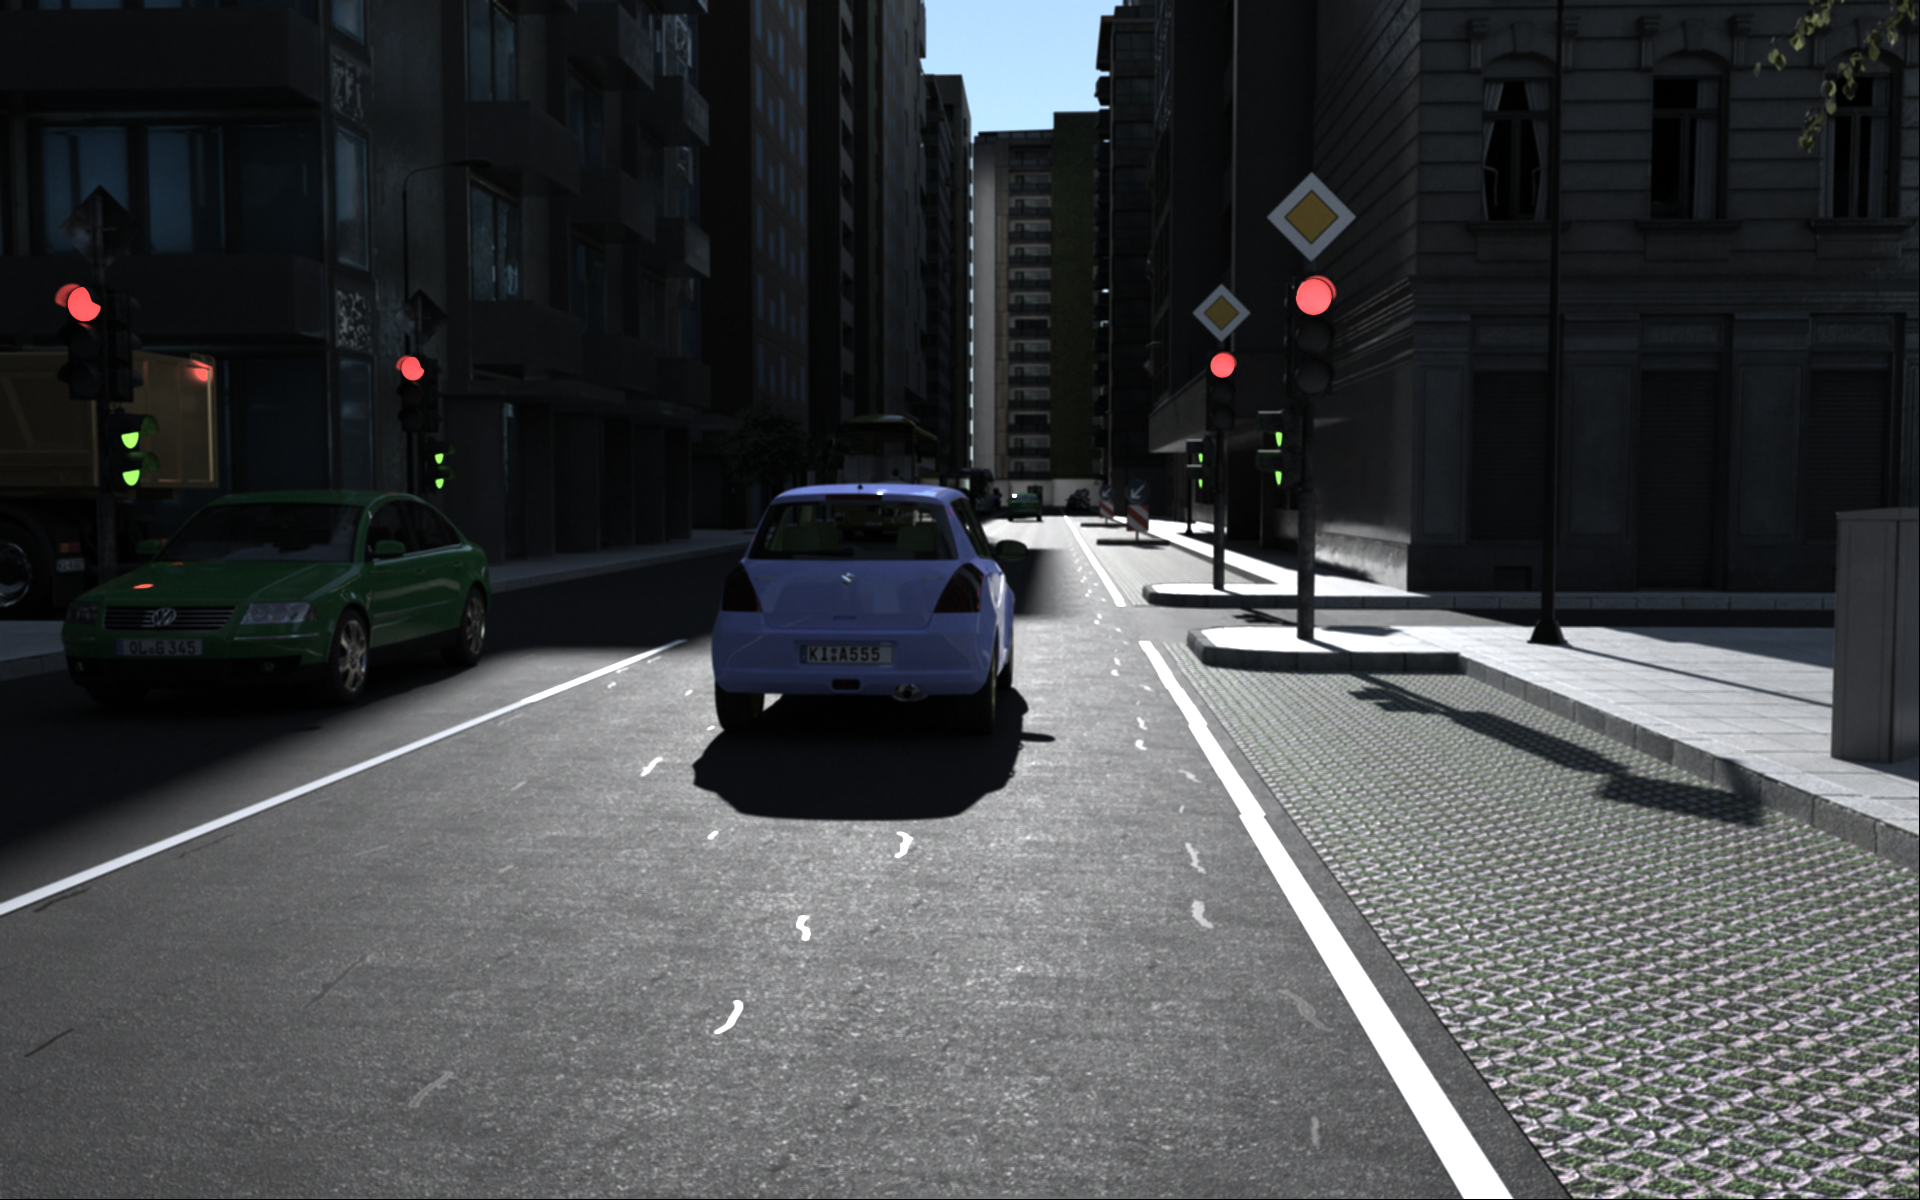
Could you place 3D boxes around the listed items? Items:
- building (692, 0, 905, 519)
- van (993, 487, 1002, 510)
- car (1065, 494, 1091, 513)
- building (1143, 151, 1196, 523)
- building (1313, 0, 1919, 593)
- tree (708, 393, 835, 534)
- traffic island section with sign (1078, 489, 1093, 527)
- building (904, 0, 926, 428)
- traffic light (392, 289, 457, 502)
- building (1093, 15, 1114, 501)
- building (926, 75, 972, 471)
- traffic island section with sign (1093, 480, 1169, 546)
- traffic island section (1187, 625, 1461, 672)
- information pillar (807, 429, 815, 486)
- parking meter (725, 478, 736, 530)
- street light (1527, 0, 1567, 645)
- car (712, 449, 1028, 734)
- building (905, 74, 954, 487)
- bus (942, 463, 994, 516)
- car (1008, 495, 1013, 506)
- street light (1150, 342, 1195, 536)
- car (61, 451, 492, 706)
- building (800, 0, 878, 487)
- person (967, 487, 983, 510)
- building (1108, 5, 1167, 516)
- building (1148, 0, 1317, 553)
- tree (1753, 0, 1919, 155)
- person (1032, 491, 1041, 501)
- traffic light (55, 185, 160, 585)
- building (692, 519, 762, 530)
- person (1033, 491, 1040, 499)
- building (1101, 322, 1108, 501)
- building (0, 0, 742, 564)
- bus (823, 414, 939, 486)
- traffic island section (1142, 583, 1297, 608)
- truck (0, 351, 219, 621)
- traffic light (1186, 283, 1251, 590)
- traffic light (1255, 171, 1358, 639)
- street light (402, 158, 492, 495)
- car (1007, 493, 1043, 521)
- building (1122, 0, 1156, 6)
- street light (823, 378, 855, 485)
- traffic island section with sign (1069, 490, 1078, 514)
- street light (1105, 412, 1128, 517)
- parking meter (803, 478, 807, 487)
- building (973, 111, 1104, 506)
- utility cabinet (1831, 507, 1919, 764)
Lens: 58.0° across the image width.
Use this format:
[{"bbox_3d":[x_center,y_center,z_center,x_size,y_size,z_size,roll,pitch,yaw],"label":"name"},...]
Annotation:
[{"bbox_3d":[-10.889,-27.869,105.764,14.600,45.320,14.200,0,4,3],"label":"building"},{"bbox_3d":[2.691,-9.285,156.191,2.240,2.365,5.245,0,4,2],"label":"van"},{"bbox_3d":[9.158,-7.616,134.311,2.009,1.686,4.222,0,4,2],"label":"car"},{"bbox_3d":[15.867,-15.963,80.087,14.460,24.649,34.723,0,4,3],"label":"building"},{"bbox_3d":[15.025,-10.836,26.322,18.267,20.994,9.793,0,4,3],"label":"building"},{"bbox_3d":[-6.460,-4.446,56.399,4.285,4.588,4.351,0,3,0],"label":"tree"},{"bbox_3d":[6.286,-4.109,75.804,1.989,1.847,2.006,0,4,3],"label":"traffic island section with sign"},{"bbox_3d":[-16.618,-32.871,126.675,28.713,52.752,27.495,0,4,3],"label":"building"},{"bbox_3d":[-7.381,-2.132,23.774,0.839,4.253,0.868,0,4,3],"label":"traffic light"},{"bbox_3d":[23.447,-30.817,158.481,22.147,44.769,28.867,0,4,3],"label":"building"},{"bbox_3d":[-9.739,-34.835,193.255,21.600,48.544,21.300,0,4,3],"label":"building"},{"bbox_3d":[4.860,-2.460,48.841,1.989,1.847,2.006,0,4,3],"label":"traffic island section with sign"},{"bbox_3d":[3.084,0.423,15.357,2.009,0.180,2.903,0,4,3],"label":"traffic island section"},{"bbox_3d":[-5.312,-4.319,61.974,0.183,3.616,0.504,1,4,23],"label":"information pillar"},{"bbox_3d":[-8.136,-3.408,61.427,0.255,1.863,0.399,2,4,27],"label":"parking meter"},{"bbox_3d":[4.527,-2.585,14.799,1.470,5.913,1.316,0,4,3],"label":"street light"},{"bbox_3d":[-0.523,-0.129,11.695,1.945,1.707,3.694,0,4,4],"label":"car"},{"bbox_3d":[-12.805,-28.586,159.262,23.993,40.220,32.217,0,4,3],"label":"building"},{"bbox_3d":[0.717,-7.567,118.581,2.948,3.499,13.247,0,4,4],"label":"bus"},{"bbox_3d":[4.633,-7.372,132.893,2.083,1.381,4.827,0,4,2],"label":"car"},{"bbox_3d":[6.508,-4.930,53.151,1.470,5.913,1.316,0,4,3],"label":"street light"},{"bbox_3d":[-4.955,-0.265,13.127,1.959,1.807,4.718,0,4,1],"label":"car"},{"bbox_3d":[-11.994,-19.504,90.592,14.160,30.474,14.107,0,4,3],"label":"building"},{"bbox_3d":[0.763,-5.698,101.299,1.348,1.869,0.705,-3,4,-36],"label":"person"},{"bbox_3d":[16.166,-20.471,106.398,14.160,30.474,14.107,0,4,3],"label":"building"},{"bbox_3d":[13.219,-13.993,47.851,14.314,24.678,30.058,0,4,3],"label":"building"},{"bbox_3d":[4.744,-3.471,7.106,4.360,8.622,3.978,0,3,0],"label":"tree"},{"bbox_3d":[6.803,-8.816,153.446,0.742,1.727,0.445,-1,4,-22],"label":"person"},{"bbox_3d":[-7.802,-1.644,15.800,0.839,4.253,0.868,0,4,3],"label":"traffic light"},{"bbox_3d":[-13.894,-25.565,68.096,14.600,45.320,14.200,0,4,3],"label":"building"},{"bbox_3d":[6.705,-8.960,155.710,1.217,1.736,0.721,2,4,27],"label":"person"},{"bbox_3d":[30.524,-21.407,195.050,28.899,21.520,27.650,0,4,3],"label":"building"},{"bbox_3d":[-18.218,-25.583,37.896,23.786,49.044,30.456,0,4,3],"label":"building"},{"bbox_3d":[-2.298,-4.004,57.009,2.896,3.916,12.252,0,4,3],"label":"bus"},{"bbox_3d":[3.505,-0.064,23.332,2.009,0.180,2.903,0,4,3],"label":"traffic island section"},{"bbox_3d":[-14.015,-1.499,20.433,9.791,3.379,3.469,0,4,5],"label":"truck"},{"bbox_3d":[3.466,-2.098,23.220,0.839,4.253,0.868,0,4,3],"label":"traffic light"},{"bbox_3d":[3.045,-1.610,15.246,0.839,4.253,0.868,0,4,3],"label":"traffic light"},{"bbox_3d":[-7.157,-3.155,24.118,1.470,5.913,1.316,0,4,3],"label":"street light"},{"bbox_3d":[3.458,-5.104,92.251,1.959,1.807,4.718,0,4,2],"label":"car"},{"bbox_3d":[23.371,-31.125,128.502,23.786,49.044,30.456,0,4,3],"label":"building"},{"bbox_3d":[-4.900,-5.916,69.271,1.470,5.913,1.316,0,4,3],"label":"street light"},{"bbox_3d":[8.878,-7.117,124.982,1.989,1.847,2.006,0,4,3],"label":"traffic island section with sign"},{"bbox_3d":[8.858,-7.646,97.554,1.470,5.913,1.316,0,4,3],"label":"street light"},{"bbox_3d":[-5.563,-3.557,63.866,0.399,1.863,0.255,-1,4,-15],"label":"parking meter"},{"bbox_3d":[8.444,-30.902,188.849,14.086,41.232,14.154,0,4,3],"label":"building"},{"bbox_3d":[4.687,0.154,8.638,1.020,1.237,0.306,-3,5,-44],"label":"utility cabinet"}]
